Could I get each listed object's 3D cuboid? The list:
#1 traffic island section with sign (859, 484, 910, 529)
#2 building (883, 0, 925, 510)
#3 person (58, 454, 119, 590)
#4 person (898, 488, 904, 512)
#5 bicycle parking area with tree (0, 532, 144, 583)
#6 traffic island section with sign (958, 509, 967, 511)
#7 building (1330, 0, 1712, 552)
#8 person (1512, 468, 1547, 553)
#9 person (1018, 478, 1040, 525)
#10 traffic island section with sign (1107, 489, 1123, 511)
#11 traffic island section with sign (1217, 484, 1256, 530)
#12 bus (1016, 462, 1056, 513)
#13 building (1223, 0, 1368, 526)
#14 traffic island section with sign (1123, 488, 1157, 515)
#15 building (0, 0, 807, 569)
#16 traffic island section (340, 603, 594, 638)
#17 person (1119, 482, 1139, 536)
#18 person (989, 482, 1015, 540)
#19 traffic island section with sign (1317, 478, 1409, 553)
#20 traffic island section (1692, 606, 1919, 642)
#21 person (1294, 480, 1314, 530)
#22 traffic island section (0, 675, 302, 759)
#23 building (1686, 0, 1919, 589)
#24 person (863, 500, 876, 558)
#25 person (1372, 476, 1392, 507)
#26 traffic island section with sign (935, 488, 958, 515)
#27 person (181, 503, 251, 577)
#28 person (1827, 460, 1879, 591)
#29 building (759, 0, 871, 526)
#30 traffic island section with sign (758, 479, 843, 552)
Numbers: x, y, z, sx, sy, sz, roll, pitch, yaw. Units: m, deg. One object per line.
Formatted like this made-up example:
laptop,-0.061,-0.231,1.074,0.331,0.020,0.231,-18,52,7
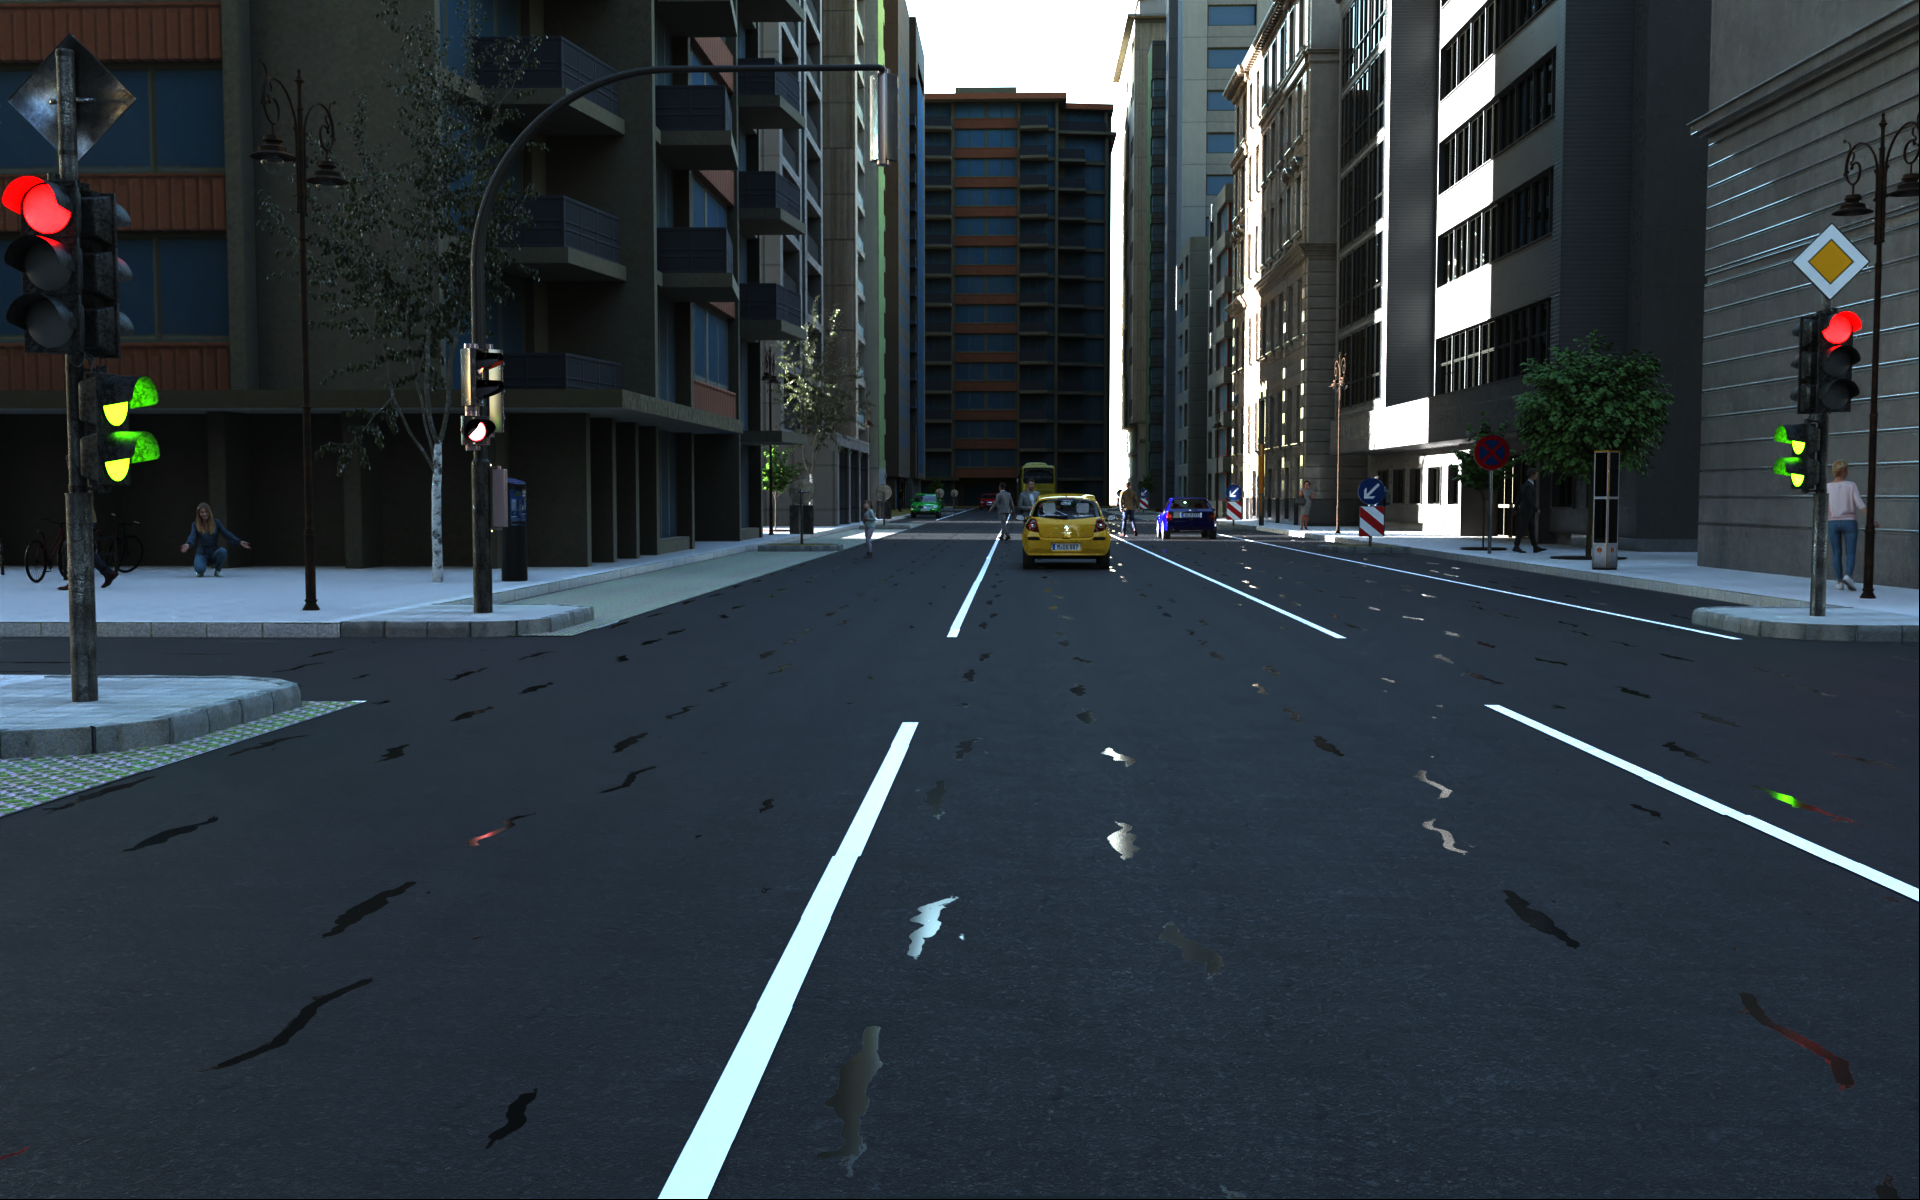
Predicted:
traffic island section with sign,-3.053,-3.797,70.715,1.989,1.847,2.006,0,4,2
building,-10.736,-31.277,161.496,14.200,45.320,14.600,0,4,2
person,-11.825,-1.066,23.386,0.656,1.842,0.836,3,4,38
person,-4.303,-7.349,127.015,0.721,1.723,1.217,-1,4,-16
bicycle parking area with tree,-16.714,-2.287,24.389,8.231,4.147,9.016,1,4,10
traffic island section with sign,-0.400,-8.527,148.044,1.989,1.847,2.006,0,4,2
building,20.971,-14.268,52.350,14.314,24.678,30.058,0,4,2
person,12.435,-1.953,37.745,0.755,1.850,0.659,1,4,11
person,1.697,-1.950,40.580,0.606,1.804,0.583,-2,4,-23
traffic island section with sign,13.499,-8.476,147.204,1.989,1.847,2.006,0,4,2
traffic island section with sign,10.832,-3.740,69.771,1.989,1.847,2.006,0,4,2
bus,5.892,-8.694,133.685,2.896,3.916,12.252,0,4,1
building,19.744,-17.295,80.044,12.463,27.353,25.104,0,4,2
traffic island section with sign,12.559,-6.808,119.942,1.989,1.847,2.006,0,4,2
building,-15.739,-23.692,41.990,22.147,44.769,28.867,0,4,2
traffic island section,-5.176,0.217,18.741,2.009,0.180,2.903,0,4,2
person,5.796,-3.104,59.164,0.656,1.842,0.836,-2,4,-34
person,1.346,-2.751,53.746,0.678,1.792,0.850,-2,4,-34
traffic island section with sign,9.911,-2.092,42.831,1.989,1.847,2.006,0,4,2
traffic island section,9.056,0.247,18.247,2.009,0.180,2.903,0,4,2
person,12.420,-3.429,62.462,0.716,1.782,0.532,-1,4,-8
traffic island section,-5.451,0.705,10.760,2.009,0.180,2.903,0,4,2
building,24.494,-11.144,24.009,24.055,21.916,13.314,0,4,2
person,-2.066,-1.603,38.992,0.425,1.301,0.394,3,5,39
person,12.503,-2.807,51.930,0.794,1.824,0.713,-1,4,-14
traffic island section with sign,-1.346,-6.838,120.428,1.989,1.847,2.006,0,4,2
person,-11.530,-0.934,26.805,1.012,1.151,0.738,-2,4,-27
person,11.835,-1.001,23.080,0.731,1.740,0.598,2,4,25
building,-14.698,-39.074,77.109,20.563,71.187,20.611,0,4,2
traffic island section with sign,-3.990,-2.150,43.776,1.989,1.847,2.006,0,4,2
